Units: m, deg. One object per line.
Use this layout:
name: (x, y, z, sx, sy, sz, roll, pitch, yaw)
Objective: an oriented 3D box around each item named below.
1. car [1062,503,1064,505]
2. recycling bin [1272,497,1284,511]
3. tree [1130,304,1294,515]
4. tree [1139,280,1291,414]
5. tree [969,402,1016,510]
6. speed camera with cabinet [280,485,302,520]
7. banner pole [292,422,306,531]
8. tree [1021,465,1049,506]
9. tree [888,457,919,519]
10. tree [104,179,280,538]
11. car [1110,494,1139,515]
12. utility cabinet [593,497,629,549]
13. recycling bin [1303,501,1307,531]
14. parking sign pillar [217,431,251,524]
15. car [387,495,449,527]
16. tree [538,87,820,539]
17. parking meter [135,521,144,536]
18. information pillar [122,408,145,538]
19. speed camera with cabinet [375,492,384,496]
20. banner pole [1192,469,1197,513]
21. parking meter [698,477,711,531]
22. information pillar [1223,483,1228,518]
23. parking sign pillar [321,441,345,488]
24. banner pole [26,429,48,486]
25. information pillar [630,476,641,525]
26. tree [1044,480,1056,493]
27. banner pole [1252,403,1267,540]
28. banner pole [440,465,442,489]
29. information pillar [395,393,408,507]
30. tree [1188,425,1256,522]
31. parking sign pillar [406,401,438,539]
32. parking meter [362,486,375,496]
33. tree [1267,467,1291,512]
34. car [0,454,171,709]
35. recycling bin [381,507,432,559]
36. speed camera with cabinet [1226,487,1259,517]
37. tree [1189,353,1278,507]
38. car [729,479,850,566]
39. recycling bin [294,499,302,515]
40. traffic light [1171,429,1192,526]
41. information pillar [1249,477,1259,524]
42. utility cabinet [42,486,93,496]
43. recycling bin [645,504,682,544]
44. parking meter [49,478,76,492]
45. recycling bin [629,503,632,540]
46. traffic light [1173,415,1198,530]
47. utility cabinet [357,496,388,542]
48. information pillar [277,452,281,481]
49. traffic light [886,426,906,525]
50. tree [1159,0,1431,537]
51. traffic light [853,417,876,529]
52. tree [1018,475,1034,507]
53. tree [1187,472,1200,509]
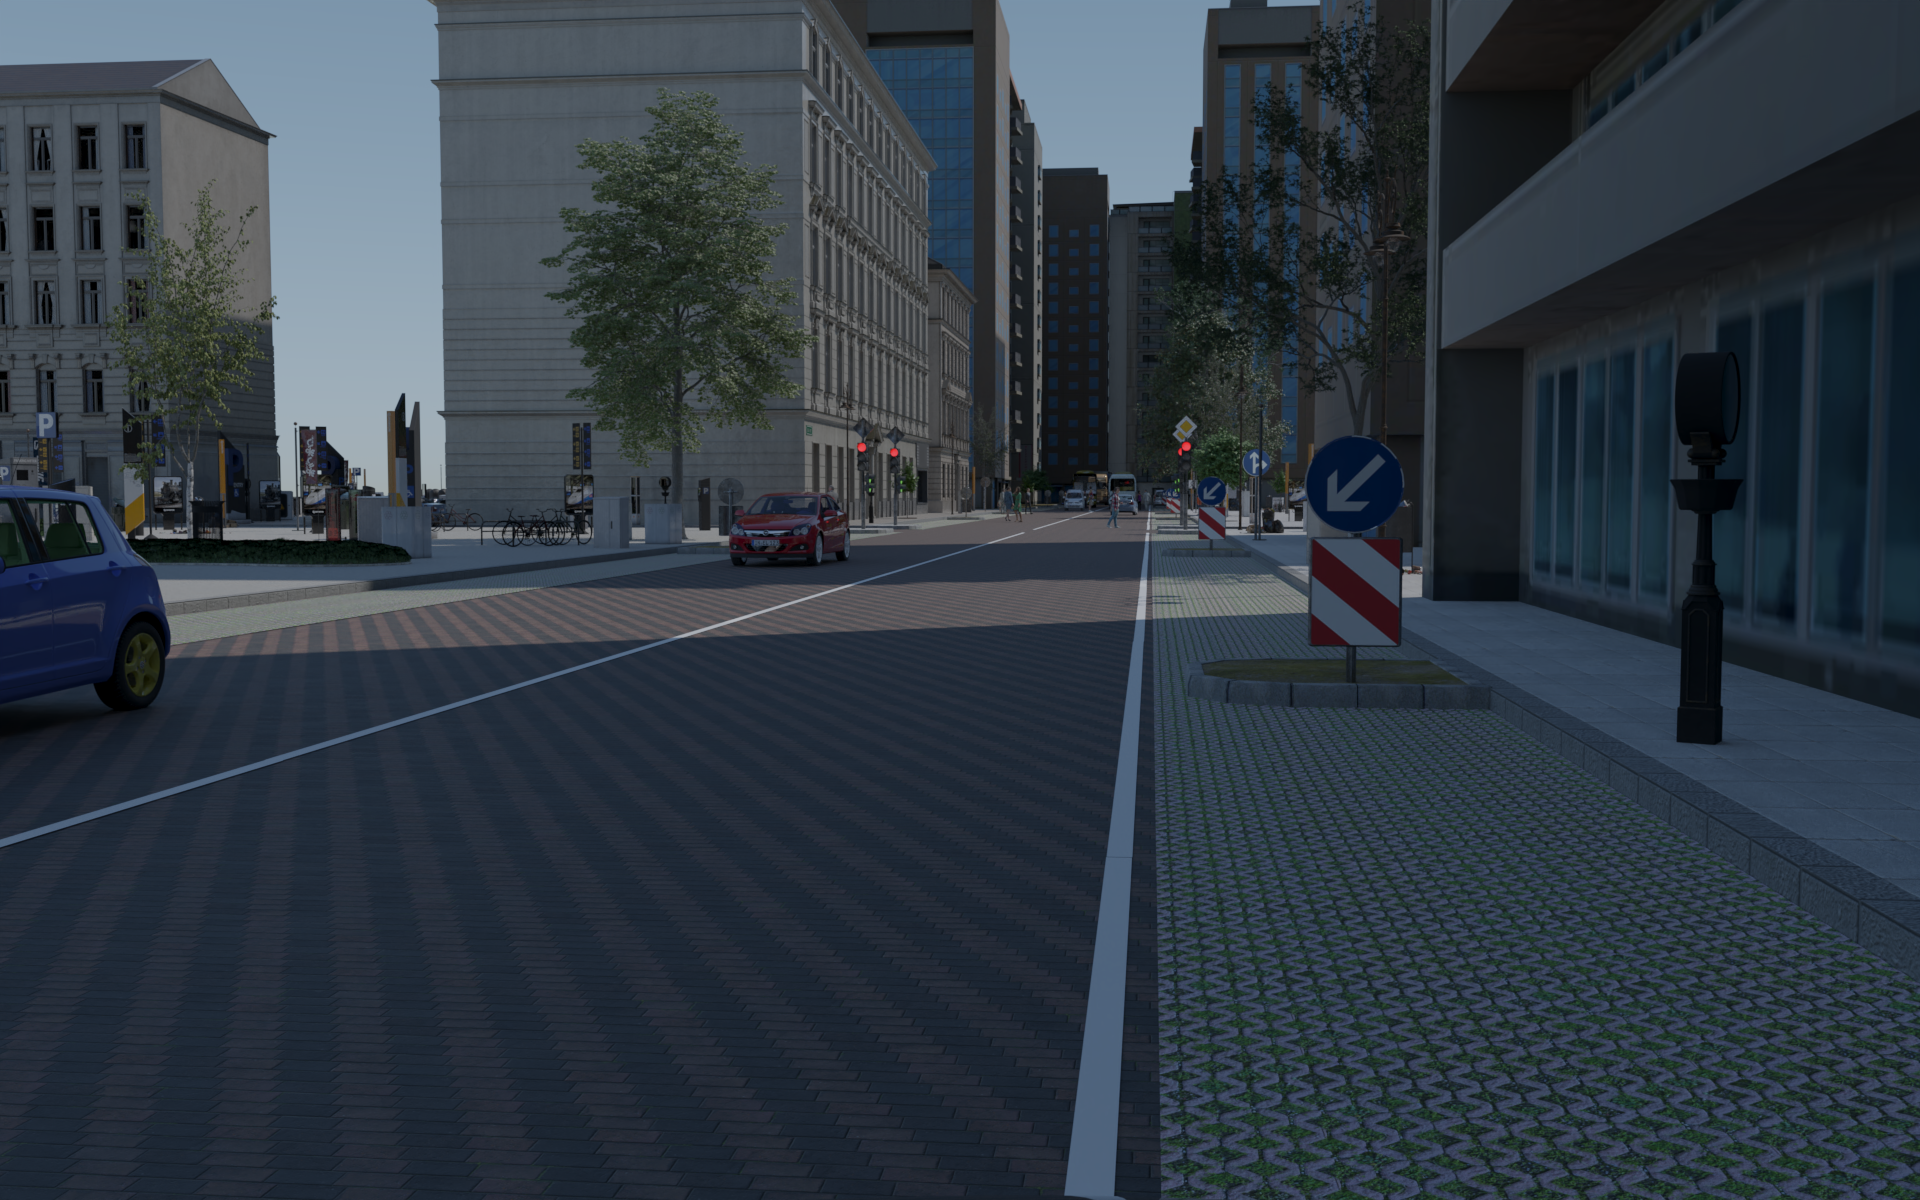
car: (13.652, -12.779, 218.533, 1.945, 1.707, 3.694, 0, 4, 5)
recycling bin: (23.690, -7.120, 128.965, 0.722, 1.027, 0.722, 1, 4, 21)
tree: (14.899, -11.450, 104.209, 9.611, 12.733, 9.660, 0, 3, 0)
tree: (20.914, -17.460, 141.361, 12.611, 20.169, 13.585, 0, 3, 0)
tree: (2.223, -11.531, 138.897, 4.360, 8.622, 3.978, 0, 3, 0)
speed camera with cabinet: (-33.055, -5.597, 85.838, 2.038, 3.252, 0.660, -1, 4, -13)
banner pole: (-22.939, -4.302, 60.348, 0.401, 3.779, 0.863, 2, 4, 24)
tree: (8.347, -12.791, 192.854, 4.285, 4.588, 4.351, 0, 3, 0)
tree: (-2.735, -5.870, 90.574, 1.663, 3.219, 1.824, 0, 3, 0)
tree: (-18.271, -5.540, 40.943, 4.737, 8.622, 4.395, 0, 3, 0)
car: (11.211, -6.503, 118.330, 2.014, 1.417, 4.499, 0, 4, 8)
utility cabinet: (-8.299, -1.835, 41.166, 1.020, 1.237, 0.306, 3, 5, 40)
recycling bin: (12.223, -2.863, 59.364, 0.722, 1.027, 0.722, -1, 4, -11)
parking sign pillar: (-31.166, -5.238, 74.114, 1.447, 3.967, 1.447, 1, 4, 10)
car: (-23.088, -3.570, 70.367, 4.499, 1.417, 2.014, 1, 4, 8)
tree: (-7.832, -7.982, 48.629, 7.486, 12.596, 7.792, 0, 3, 0)
parking meter: (-25.301, -2.741, 53.219, 0.372, 1.533, 0.369, 0, 3, 0)
information pillar: (-22.480, -3.408, 47.082, 0.504, 3.616, 0.183, -1, 4, -12)
speed camera with cabinet: (-44.926, -8.607, 135.063, 2.038, 3.252, 0.660, -1, 4, -23)
banner pole: (15.915, -7.792, 117.414, 0.401, 3.779, 0.863, -1, 4, -17)
parking meter: (-8.970, -3.366, 60.741, 0.399, 1.863, 0.255, -2, 4, -31)
information pillar: (14.406, -6.283, 94.078, 0.183, 3.616, 0.504, -1, 4, -21)
parking sign pillar: (-31.675, -6.056, 87.487, 1.447, 3.967, 1.447, 2, 4, 32)
banner pole: (-35.623, -4.695, 66.774, 0.863, 3.779, 0.401, -2, 4, -30)
information pillar: (-13.554, -4.149, 72.328, 0.304, 2.012, 0.304, 1, 4, 20)
tree: (11.245, -13.963, 222.896, 1.663, 3.219, 1.824, 0, 3, 0)
banner pole: (8.367, -3.555, 48.145, 0.401, 3.779, 0.863, 1, 4, 15)
banner pole: (-43.795, -9.555, 146.241, 0.401, 3.779, 0.863, -1, 4, -17)
information pillar: (-12.883, -2.973, 39.958, 0.183, 3.616, 0.504, 0, 4, 3)
tree: (12.442, -5.975, 81.413, 4.285, 4.588, 4.351, 0, 3, 0)
parking sign pillar: (-15.802, -3.752, 49.815, 1.447, 3.967, 1.447, -1, 4, -10)
parking meter: (-17.875, -2.691, 52.412, 0.372, 1.533, 0.369, 0, 3, 0)
tree: (22.952, -7.886, 123.531, 1.663, 3.219, 1.824, 0, 3, 0)
car: (-6.373, -0.045, 10.330, 1.945, 1.707, 3.694, 0, 4, 4)
recycling bin: (-11.073, -1.353, 34.669, 0.722, 1.027, 0.722, 1, 4, 13)
speed camera with cabinet: (15.758, -6.273, 96.900, 2.038, 3.252, 0.660, 0, 4, -3)
tree: (14.132, -8.580, 90.653, 4.360, 8.622, 3.978, 0, 3, 0)
car: (-3.491, -1.644, 35.919, 2.155, 1.783, 4.494, 0, 4, 8)
recycling bin: (-41.276, -5.810, 107.543, 0.722, 1.027, 0.722, -1, 4, -17)
traffic light: (8.949, -4.957, 69.970, 0.839, 4.253, 0.868, 0, 4, 6)
information pillar: (12.711, -4.305, 74.882, 0.304, 2.012, 0.304, -1, 4, -11)
utility cabinet: (-24.035, -2.325, 46.697, 1.173, 1.500, 0.318, 0, 4, -6)
recycling bin: (-7.631, -1.958, 44.562, 0.722, 1.027, 0.722, 1, 4, 20)
parking meter: (-14.164, -1.159, 27.366, 0.372, 1.533, 0.369, 0, 3, 0)
recycling bin: (-9.602, -2.180, 48.205, 0.722, 1.027, 0.722, 1, 4, 16)
traffic light: (8.073, -4.472, 62.033, 0.839, 4.253, 0.868, 0, 4, 6)
utility cabinet: (-15.325, -2.108, 45.629, 1.020, 1.237, 0.306, -2, 4, -25)
information pillar: (-35.167, -5.989, 89.281, 0.504, 3.616, 0.183, 3, 5, 40)
traffic light: (-2.644, -5.034, 71.229, 0.839, 4.253, 0.868, 0, 4, 6)
tree: (7.473, -6.044, 33.236, 8.767, 10.594, 7.601, 2, 4, 32)
traffic light: (-3.520, -4.549, 63.292, 0.839, 4.253, 0.868, 0, 4, 6)
tree: (6.753, -11.128, 176.541, 1.663, 3.219, 1.824, 0, 3, 0)
tree: (20.543, -9.553, 150.799, 1.663, 3.219, 1.824, 0, 3, 0)
